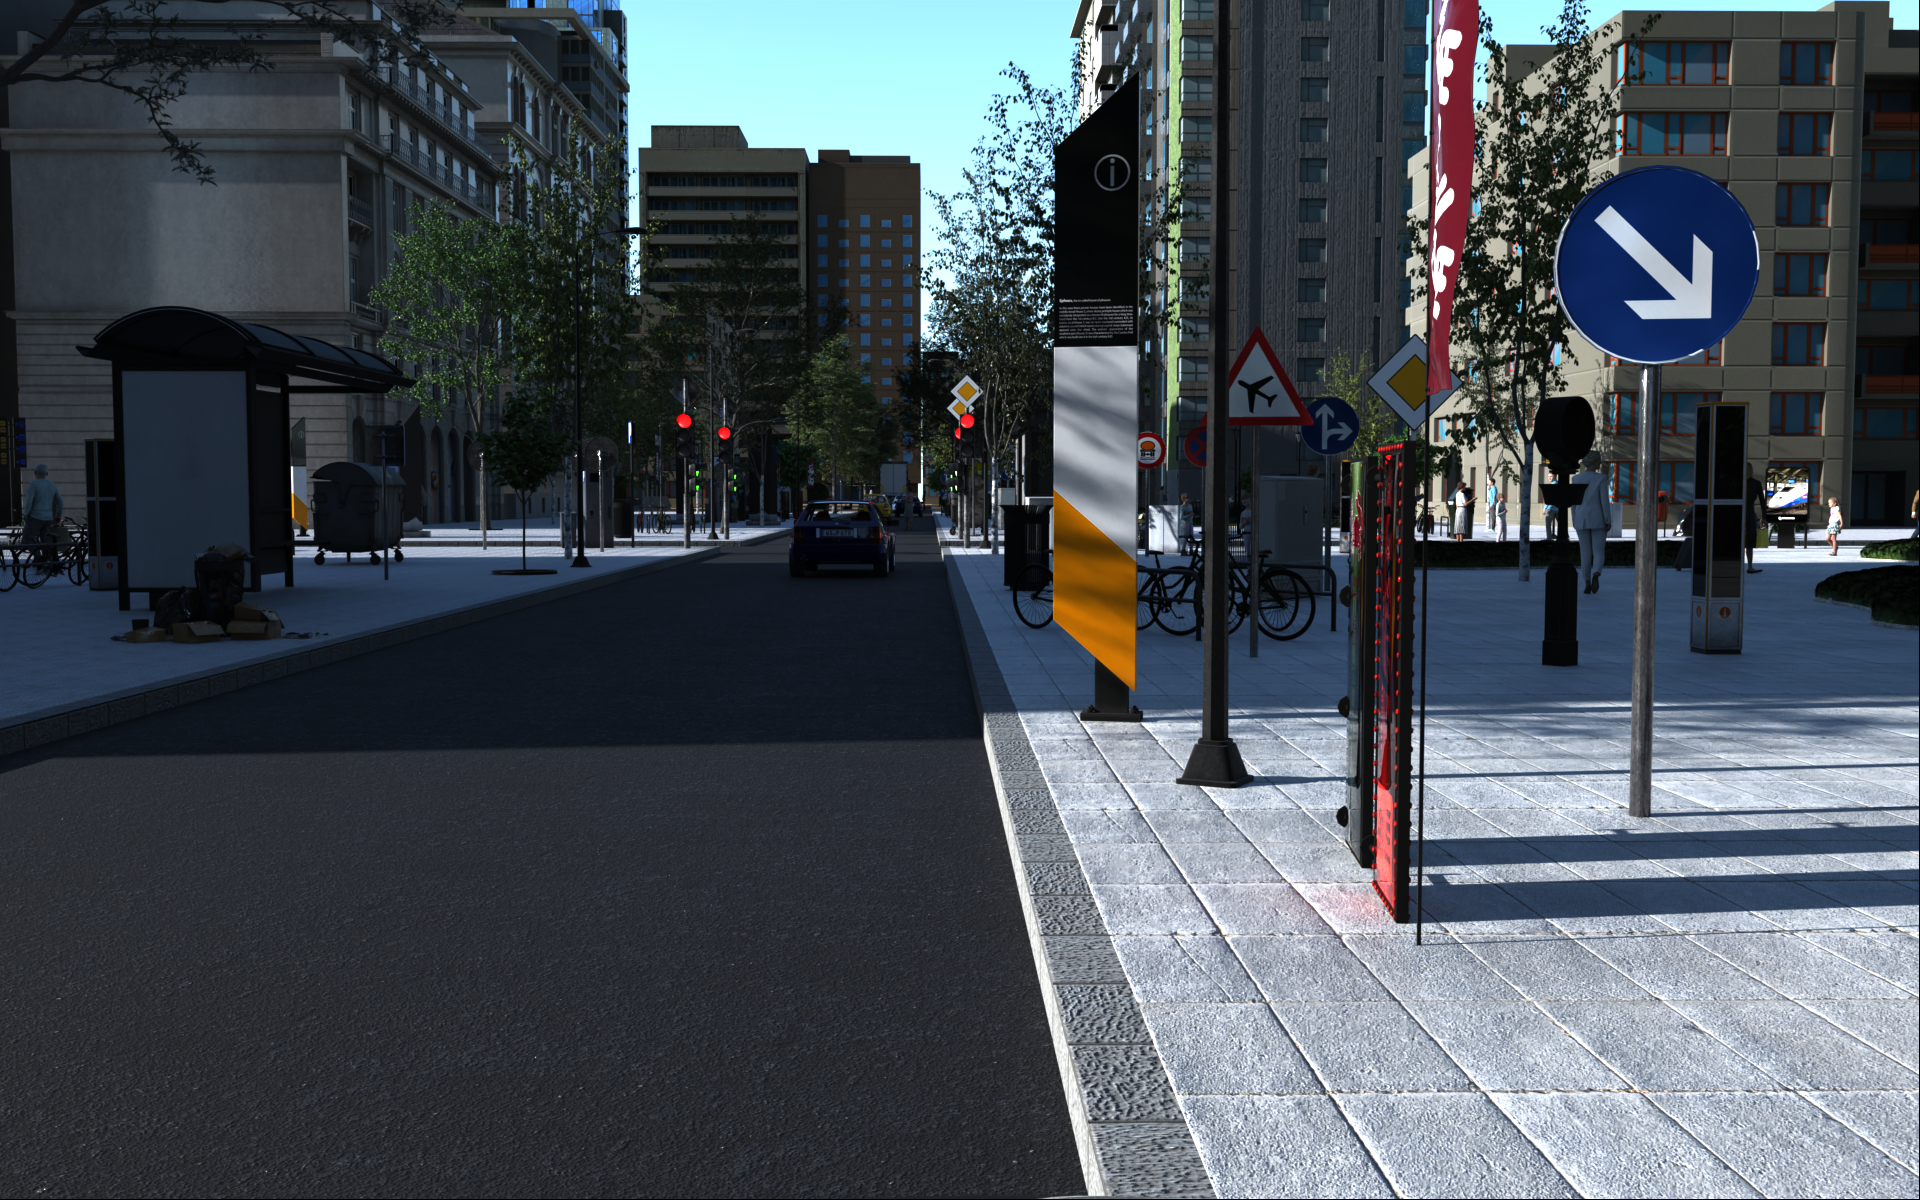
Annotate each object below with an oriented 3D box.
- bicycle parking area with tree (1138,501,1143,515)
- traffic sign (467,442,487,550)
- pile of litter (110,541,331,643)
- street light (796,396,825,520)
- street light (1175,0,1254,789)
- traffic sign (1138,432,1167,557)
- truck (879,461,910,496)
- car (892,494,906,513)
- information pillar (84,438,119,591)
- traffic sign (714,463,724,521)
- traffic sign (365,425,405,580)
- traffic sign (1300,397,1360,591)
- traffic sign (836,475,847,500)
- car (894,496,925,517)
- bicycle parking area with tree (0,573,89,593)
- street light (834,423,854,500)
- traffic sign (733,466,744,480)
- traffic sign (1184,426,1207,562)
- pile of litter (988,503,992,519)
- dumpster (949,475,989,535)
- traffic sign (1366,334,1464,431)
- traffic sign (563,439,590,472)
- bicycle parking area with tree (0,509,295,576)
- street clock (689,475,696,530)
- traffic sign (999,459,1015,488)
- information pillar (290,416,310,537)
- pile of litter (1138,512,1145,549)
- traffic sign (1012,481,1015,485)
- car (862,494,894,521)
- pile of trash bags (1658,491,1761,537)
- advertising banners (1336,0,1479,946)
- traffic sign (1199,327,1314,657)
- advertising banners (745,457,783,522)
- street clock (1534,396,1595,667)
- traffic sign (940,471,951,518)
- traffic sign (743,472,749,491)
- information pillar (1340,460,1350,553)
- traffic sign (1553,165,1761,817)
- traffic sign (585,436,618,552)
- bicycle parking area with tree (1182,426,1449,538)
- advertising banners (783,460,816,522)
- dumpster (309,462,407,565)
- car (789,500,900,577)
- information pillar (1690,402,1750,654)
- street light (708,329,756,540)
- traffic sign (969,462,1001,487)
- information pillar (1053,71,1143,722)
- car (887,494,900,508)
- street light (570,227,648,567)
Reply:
[{"bbox_3d":[13.874,-5.598,78.527,8.231,4.147,9.016,-2,4,-33],"label":"bicycle parking area with tree"},{"bbox_3d":[-10.919,-2.423,39.721,0.768,2.556,0.104,0,4,3],"label":"traffic sign"},{"bbox_3d":[-6.561,-0.086,15.377,1.719,0.858,1.176,0,3,0],"label":"pile of litter"},{"bbox_3d":[-7.009,-6.628,80.901,1.470,5.913,1.316,0,4,-1],"label":"street light"},{"bbox_3d":[0.595,-2.141,7.539,1.470,5.913,1.316,0,4,-1],"label":"street light"},{"bbox_3d":[3.838,-2.162,35.456,0.768,2.556,0.104,0,4,7],"label":"traffic sign"},{"bbox_3d":[-5.817,-10.029,152.892,2.839,4.237,11.283,0,4,-2],"label":"truck"},{"bbox_3d":[-4.149,-7.209,129.867,2.014,1.417,4.499,0,3,0],"label":"car"},{"bbox_3d":[-11.373,-1.131,22.986,0.304,2.012,0.304,3,4,39],"label":"information pillar"},{"bbox_3d":[-9.683,-4.298,70.379,0.768,2.556,0.104,0,4,4],"label":"traffic sign"},{"bbox_3d":[-8.568,-1.449,25.813,0.606,2.300,0.079,0,4,5],"label":"traffic sign"},{"bbox_3d":[4.863,-1.391,22.848,0.768,2.556,0.104,1,4,9],"label":"traffic sign"},{"bbox_3d":[-8.029,-7.148,116.981,0.768,2.556,0.104,0,4,8],"label":"traffic sign"},{"bbox_3d":[-3.204,-5.899,109.022,1.945,1.354,3.894,0,4,0],"label":"car"},{"bbox_3d":[-16.006,-2.113,21.544,8.231,4.147,9.016,1,4,19],"label":"bicycle parking area with tree"},{"bbox_3d":[-7.635,-8.591,113.003,1.470,5.913,1.316,0,4,-1],"label":"street light"},{"bbox_3d":[-10.325,-4.862,79.603,0.768,2.556,0.104,0,4,8],"label":"traffic sign"},{"bbox_3d":[4.582,-1.983,32.533,0.768,2.556,0.104,0,4,6],"label":"traffic sign"},{"bbox_3d":[1.746,-4.638,89.802,1.719,0.858,1.176,2,4,31],"label":"pile of litter"},{"bbox_3d":[0.280,-2.967,54.273,1.264,1.857,1.865,0,4,-1],"label":"dumpster"},{"bbox_3d":[3.762,-0.891,14.304,0.795,2.593,0.064,0,4,2],"label":"traffic sign"},{"bbox_3d":[-8.743,-2.424,39.739,0.768,2.556,0.104,0,4,7],"label":"traffic sign"},{"bbox_3d":[-17.826,-2.843,33.490,9.016,4.147,8.231,2,4,26],"label":"bicycle parking area with tree"},{"bbox_3d":[-9.607,-3.513,62.006,0.358,2.002,0.471,-1,4,-10],"label":"street clock"},{"bbox_3d":[1.764,-3.882,63.570,0.768,2.556,0.104,0,4,5],"label":"traffic sign"},{"bbox_3d":[-19.890,-3.718,52.140,0.183,3.616,0.504,2,4,33],"label":"information pillar"},{"bbox_3d":[4.650,-1.656,41.044,1.176,0.858,1.719,2,4,30],"label":"pile of litter"},{"bbox_3d":[3.638,-6.492,106.152,0.884,2.594,0.081,0,4,8],"label":"traffic sign"},{"bbox_3d":[-4.457,-4.927,90.785,2.015,1.641,3.980,0,4,-1],"label":"car"},{"bbox_3d":[22.176,-2.581,51.946,3.447,1.369,1.912,-1,4,-16],"label":"pile of trash bags"},{"bbox_3d":[1.348,-0.560,5.346,0.090,3.025,2.074,0,4,6],"label":"advertising banners"},{"bbox_3d":[2.311,-0.829,13.554,0.884,2.594,0.081,0,4,4],"label":"traffic sign"},{"bbox_3d":[-9.983,-5.537,86.712,2.074,3.025,0.090,-2,4,-26],"label":"advertising banners"},{"bbox_3d":[4.502,-0.512,12.938,0.471,2.002,0.358,-3,5,-39],"label":"street clock"},{"bbox_3d":[-0.666,-5.686,93.066,0.768,2.556,0.104,0,4,0],"label":"traffic sign"},{"bbox_3d":[-12.245,-6.091,99.596,0.884,2.594,0.081,0,4,2],"label":"traffic sign"},{"bbox_3d":[8.427,-2.018,37.490,0.304,2.012,0.304,3,4,36],"label":"information pillar"},{"bbox_3d":[2.712,-0.411,6.830,0.768,2.556,0.104,1,4,9],"label":"traffic sign"},{"bbox_3d":[-7.920,-2.332,38.242,0.768,2.556,0.104,0,4,7],"label":"traffic sign"},{"bbox_3d":[11.482,-4.134,54.599,8.231,4.147,9.016,1,4,22],"label":"bicycle parking area with tree"},{"bbox_3d":[-8.240,-5.617,88.032,2.074,3.025,0.090,-2,4,-32],"label":"advertising banners"},{"bbox_3d":[-11.068,-1.597,31.874,1.264,1.857,1.865,0,4,-1],"label":"dumpster"},{"bbox_3d":[-2.083,-1.146,31.316,1.945,1.354,3.894,0,4,0],"label":"car"},{"bbox_3d":[6.104,-0.577,13.932,0.304,2.012,0.304,0,4,-2],"label":"information pillar"},{"bbox_3d":[-6.440,-4.664,48.798,1.470,5.913,1.316,0,4,-1],"label":"street light"},{"bbox_3d":[1.489,-7.175,111.180,2.265,3.308,0.079,0,4,6],"label":"traffic sign"},{"bbox_3d":[0.782,-1.125,9.756,0.504,3.616,0.183,1,4,11],"label":"information pillar"},{"bbox_3d":[-5.083,-7.608,136.386,2.014,1.417,4.499,0,4,0],"label":"car"},{"bbox_3d":[-6.122,-3.531,30.266,1.470,5.913,1.316,0,4,-1],"label":"street light"}]
